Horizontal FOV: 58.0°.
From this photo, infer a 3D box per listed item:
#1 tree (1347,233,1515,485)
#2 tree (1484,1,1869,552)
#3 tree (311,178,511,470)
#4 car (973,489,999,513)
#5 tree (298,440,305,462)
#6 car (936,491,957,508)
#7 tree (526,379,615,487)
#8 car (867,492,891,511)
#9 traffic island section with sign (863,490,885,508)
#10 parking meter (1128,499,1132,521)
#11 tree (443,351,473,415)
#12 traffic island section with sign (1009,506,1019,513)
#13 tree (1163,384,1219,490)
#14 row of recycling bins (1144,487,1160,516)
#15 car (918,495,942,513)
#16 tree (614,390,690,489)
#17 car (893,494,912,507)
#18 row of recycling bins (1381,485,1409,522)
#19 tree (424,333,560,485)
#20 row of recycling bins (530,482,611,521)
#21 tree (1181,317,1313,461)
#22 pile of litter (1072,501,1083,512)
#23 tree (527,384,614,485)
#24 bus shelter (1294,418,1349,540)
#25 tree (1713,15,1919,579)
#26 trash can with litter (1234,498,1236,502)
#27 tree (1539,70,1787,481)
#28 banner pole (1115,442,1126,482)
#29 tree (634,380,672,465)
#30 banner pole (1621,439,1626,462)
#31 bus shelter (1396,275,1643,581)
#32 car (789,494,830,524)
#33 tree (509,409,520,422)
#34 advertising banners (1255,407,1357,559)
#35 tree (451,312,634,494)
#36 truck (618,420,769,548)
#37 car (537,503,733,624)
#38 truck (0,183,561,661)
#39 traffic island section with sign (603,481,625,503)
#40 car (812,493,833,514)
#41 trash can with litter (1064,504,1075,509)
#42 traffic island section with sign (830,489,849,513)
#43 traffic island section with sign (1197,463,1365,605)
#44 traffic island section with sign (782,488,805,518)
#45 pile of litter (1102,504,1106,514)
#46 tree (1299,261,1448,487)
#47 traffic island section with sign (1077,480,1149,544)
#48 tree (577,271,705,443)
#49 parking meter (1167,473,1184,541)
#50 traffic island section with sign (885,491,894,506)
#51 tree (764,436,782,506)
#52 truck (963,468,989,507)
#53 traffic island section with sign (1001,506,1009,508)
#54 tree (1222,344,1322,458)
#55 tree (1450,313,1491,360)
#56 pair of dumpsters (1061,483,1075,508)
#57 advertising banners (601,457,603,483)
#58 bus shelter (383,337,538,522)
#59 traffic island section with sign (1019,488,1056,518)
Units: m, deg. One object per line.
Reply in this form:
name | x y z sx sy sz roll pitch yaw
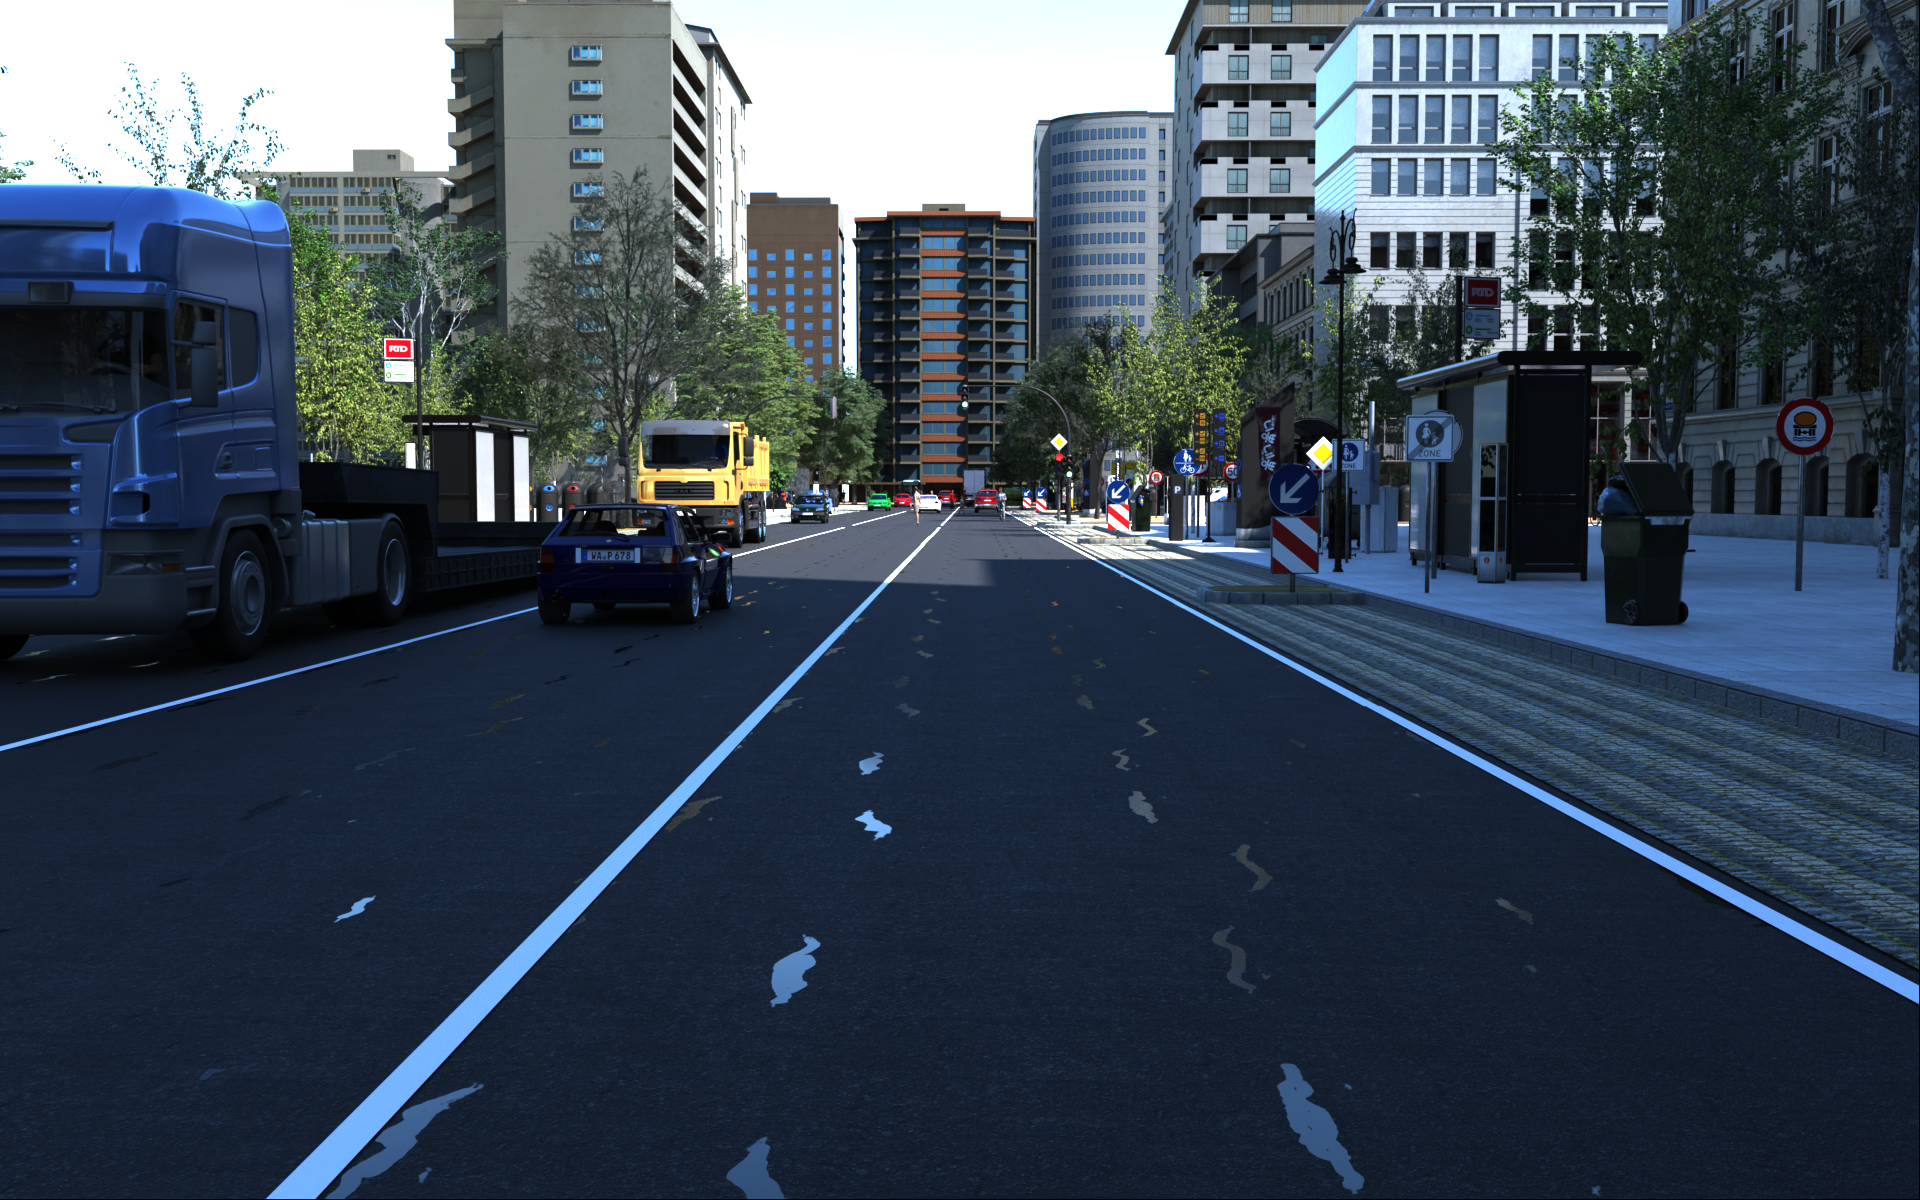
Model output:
tree | 13.200 -6.003 48.507 4.360 8.622 3.978 0 3 0
tree | 15.693 -6.879 38.228 9.928 11.665 9.643 0 3 0
tree | -34.193 -15.352 106.890 12.611 20.169 13.585 0 3 0
car | 2.130 -7.603 132.975 2.281 1.827 5.304 0 4 1
tree | -61.939 -11.174 145.595 20.602 7.101 11.467 1 4 17
car | -1.475 -10.762 184.631 2.281 1.827 5.304 0 4 -1
tree | -24.018 -9.669 108.455 4.360 8.622 3.978 0 3 0
car | -6.864 -8.477 147.387 1.959 1.807 4.718 0 4 2
traffic island section with sign | -9.207 -10.693 183.458 1.989 1.847 2.006 0 4 0
parking meter | 8.026 -4.685 82.316 0.255 1.863 0.399 0 4 5
tree | -25.404 -8.095 82.723 4.737 8.622 4.395 0 3 0
traffic island section with sign | 4.976 -7.557 132.187 1.989 1.847 2.006 0 4 0
tree | 16.078 -9.769 110.079 4.360 8.622 3.978 0 3 0
row of recycling bins | 11.198 -5.837 102.552 1.069 1.692 3.534 0 4 -4
car | -2.398 -7.337 132.314 2.083 1.381 4.827 0 4 1
tree | -21.278 -10.135 116.070 4.737 8.622 4.395 0 3 0
car | -6.189 -10.902 187.294 2.155 1.783 4.494 0 4 0
row of recycling bins | 20.209 -4.478 80.322 3.534 1.692 1.069 0 4 -3
tree | -32.275 -12.448 120.525 9.611 12.733 9.660 0 3 0
row of recycling bins | -14.137 -3.304 61.134 3.534 1.692 1.069 -2 4 -23
tree | 16.562 -10.686 100.465 9.928 11.665 9.643 0 3 0
pile of litter | 8.636 -6.652 122.727 1.176 0.858 1.719 -3 4 -36
tree | -23.925 -9.285 102.178 4.737 8.622 4.395 0 3 0
bus shelter | 9.335 -3.358 48.831 2.014 3.302 5.546 0 4 0
tree | 13.792 -4.633 26.106 4.360 8.622 3.978 0 3 0
trash can with litter | 10.875 -3.322 65.694 1.055 1.170 0.624 -1 4 -22
tree | 12.668 -4.930 30.962 4.737 8.622 4.395 0 3 0
banner pole | 7.712 -5.688 83.016 0.863 3.779 0.401 -3 5 -40
tree | -24.781 -12.100 132.247 8.767 10.594 7.601 3 4 37
banner pole | 30.383 -5.471 79.467 0.401 3.779 0.863 1 4 10
bus shelter | 8.922 -3.178 29.588 2.179 5.291 8.768 0 4 0
car | -7.383 -4.617 85.279 2.009 1.686 4.222 0 4 -1
tree | -38.797 -12.410 153.266 4.360 8.622 3.978 0 3 0
advertising banners | 6.872 -2.345 34.531 2.074 3.025 0.090 2 4 26
tree | -22.320 -9.480 89.416 8.767 10.594 7.601 0 4 4
truck | -7.044 -3.187 48.030 3.469 3.379 9.791 0 4 0
car | -3.752 -0.484 20.487 1.945 1.354 3.894 0 4 1
truck | -7.360 -1.959 21.781 2.967 4.110 18.799 0 4 -1
traffic island section with sign | -10.114 -2.557 50.433 1.989 1.847 2.006 0 4 0
car | -9.878 -6.797 120.718 1.945 1.707 3.694 0 4 2
trash can with litter | 9.180 -8.165 144.880 1.055 1.170 0.624 3 5 39
traffic island section with sign | -9.541 -7.564 132.301 1.989 1.847 2.006 0 4 0
traffic island section with sign | 4.225 -0.891 23.191 1.989 1.847 2.006 0 4 0
traffic island section with sign | -9.746 -5.916 105.347 1.989 1.847 2.006 0 4 0
pile of litter | 8.543 -5.341 101.297 1.176 0.858 1.719 -1 4 -23
tree | 12.544 -6.363 54.393 4.737 8.622 4.395 0 3 0
traffic island section with sign | 4.412 -2.539 50.145 1.989 1.847 2.006 0 4 0
tree | -27.191 -17.784 146.660 12.611 20.169 13.585 0 3 0
parking meter | 5.893 -2.547 47.358 0.399 1.863 0.255 -1 4 -10
traffic island section with sign | -9.014 -12.342 210.413 1.989 1.847 2.006 0 4 0
tree | -15.484 -11.301 135.139 4.737 8.622 4.395 0 3 0
truck | 1.705 -12.511 193.460 2.839 4.237 11.283 0 4 2
traffic island section with sign | 5.308 -10.653 182.800 1.989 1.847 2.006 0 4 0
tree | 15.622 -8.257 85.366 4.360 8.622 3.978 0 3 0
tree | 18.380 -7.131 66.952 4.737 8.622 4.395 0 3 0
pair of dumpsters | 9.181 -9.041 150.320 1.574 2.255 4.437 0 4 0
advertising banners | -16.704 -5.191 81.054 0.090 3.025 2.074 -1 4 -14
bus shelter | -13.667 -4.253 47.165 2.179 5.291 8.768 0 4 0
traffic island section with sign | 4.790 -5.909 105.233 1.989 1.847 2.006 0 4 0
